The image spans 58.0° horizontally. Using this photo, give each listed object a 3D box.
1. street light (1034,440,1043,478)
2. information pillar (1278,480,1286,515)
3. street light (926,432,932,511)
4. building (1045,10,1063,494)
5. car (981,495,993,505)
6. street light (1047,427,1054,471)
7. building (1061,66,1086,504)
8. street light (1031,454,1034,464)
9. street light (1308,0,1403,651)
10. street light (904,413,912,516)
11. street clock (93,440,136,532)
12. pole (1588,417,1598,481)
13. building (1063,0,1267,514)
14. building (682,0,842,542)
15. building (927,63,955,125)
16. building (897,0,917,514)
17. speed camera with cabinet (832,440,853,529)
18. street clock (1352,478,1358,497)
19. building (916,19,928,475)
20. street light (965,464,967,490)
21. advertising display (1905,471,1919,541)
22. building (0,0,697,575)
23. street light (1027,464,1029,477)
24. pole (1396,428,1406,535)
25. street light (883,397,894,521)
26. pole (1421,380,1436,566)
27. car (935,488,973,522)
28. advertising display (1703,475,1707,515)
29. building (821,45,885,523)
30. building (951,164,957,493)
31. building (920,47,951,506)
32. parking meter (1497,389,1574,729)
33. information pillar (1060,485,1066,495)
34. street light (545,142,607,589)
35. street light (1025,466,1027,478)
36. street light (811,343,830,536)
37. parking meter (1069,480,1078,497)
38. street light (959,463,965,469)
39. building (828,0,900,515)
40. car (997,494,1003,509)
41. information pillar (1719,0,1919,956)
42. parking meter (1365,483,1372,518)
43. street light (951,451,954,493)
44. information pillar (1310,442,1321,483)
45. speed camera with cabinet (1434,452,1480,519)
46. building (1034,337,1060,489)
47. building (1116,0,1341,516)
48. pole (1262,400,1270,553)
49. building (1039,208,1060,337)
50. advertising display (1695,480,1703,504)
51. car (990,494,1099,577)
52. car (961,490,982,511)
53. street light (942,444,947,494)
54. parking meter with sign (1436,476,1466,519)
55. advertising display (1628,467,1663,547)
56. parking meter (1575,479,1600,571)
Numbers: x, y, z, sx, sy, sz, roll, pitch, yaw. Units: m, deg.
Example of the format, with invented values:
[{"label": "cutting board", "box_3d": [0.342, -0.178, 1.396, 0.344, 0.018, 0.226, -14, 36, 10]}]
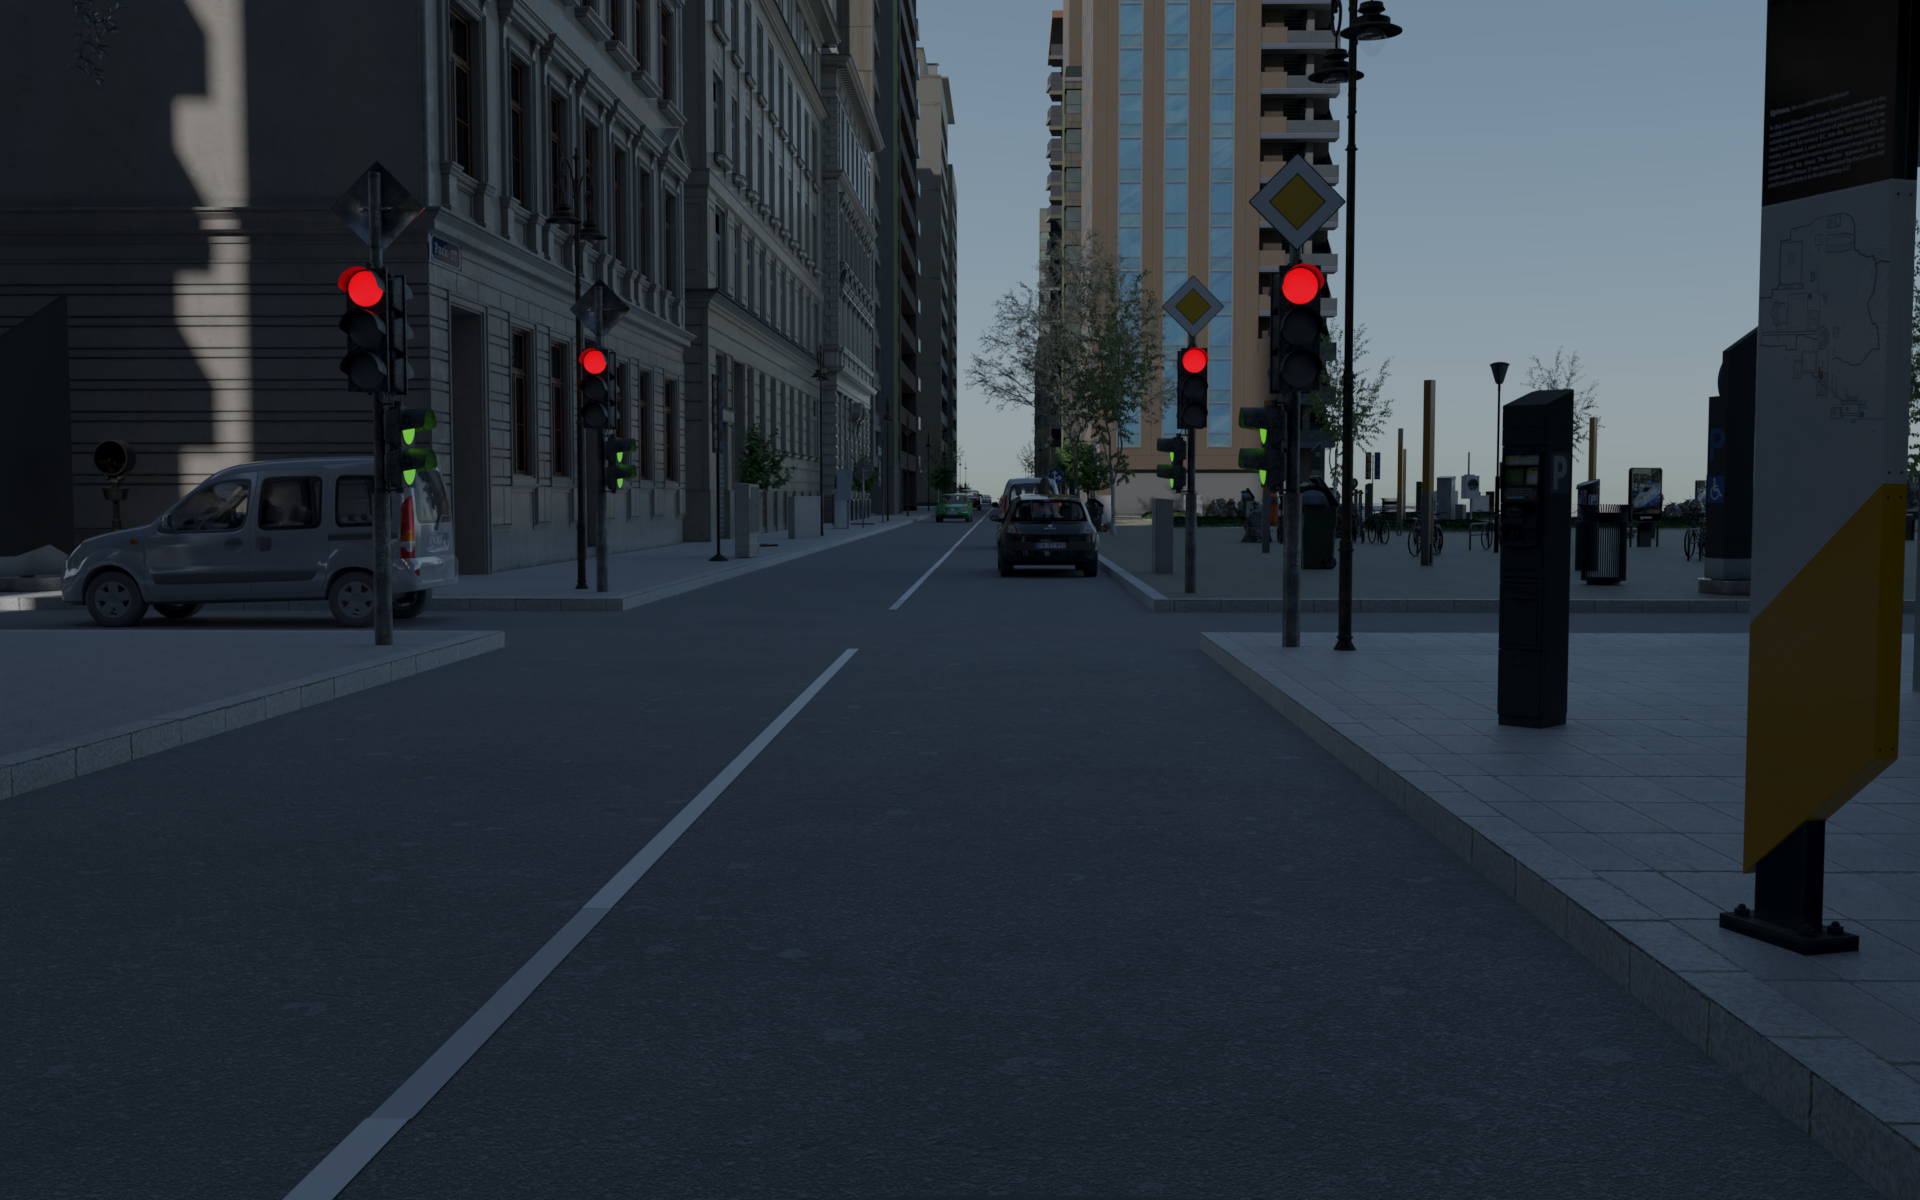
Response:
[{"label": "street light", "box_3d": [6.655, -10.465, 143.891, 0.468, 5.910, 1.993, 0, 4, 2]}, {"label": "information pillar", "box_3d": [16.608, -5.192, 89.374, 0.304, 2.012, 0.304, 2, 4, 26]}, {"label": "street light", "box_3d": [-2.341, -9.544, 128.825, 0.468, 5.910, 1.993, 0, 4, 2]}, {"label": "building", "box_3d": [18.948, -30.736, 157.163, 22.147, 44.769, 28.867, 0, 4, 2]}, {"label": "car", "box_3d": [3.355, -13.484, 232.818, 2.083, 1.381, 4.827, 0, 4, 2]}, {"label": "street light", "box_3d": [5.949, -8.630, 113.883, 0.468, 5.910, 1.993, 0, 4, 2]}, {"label": "building", "box_3d": [14.053, -21.333, 120.502, 14.160, 30.474, 14.107, 0, 4, 2]}, {"label": "street light", "box_3d": [7.564, -12.264, 173.303, 0.468, 5.910, 1.993, 0, 4, 2]}, {"label": "street light", "box_3d": [3.166, -2.525, 14.076, 0.468, 5.910, 1.993, 0, 4, 2]}, {"label": "street light", "box_3d": [-3.003, -7.744, 99.407, 0.468, 5.910, 1.993, 0, 4, 2]}, {"label": "street clock", "box_3d": [-11.347, -1.145, 23.299, 0.471, 2.002, 0.358, 0, 4, 5]}, {"label": "pole", "box_3d": [16.790, -3.190, 46.001, 0.158, 3.312, 0.155, 0, 3, 0]}, {"label": "building", "box_3d": [15.090, -29.632, 134.602, 14.600, 45.320, 14.200, 0, 4, 2]}, {"label": "building", "box_3d": [-13.509, -13.856, 59.832, 16.112, 22.955, 30.059, 0, 4, 2]}, {"label": "building", "box_3d": [-15.325, -38.415, 217.317, 28.713, 52.752, 27.495, 0, 4, 2]}, {"label": "building", "box_3d": [-14.246, -30.509, 122.518, 21.300, 48.544, 21.600, 0, 4, 2]}, {"label": "speed camera with cabinet", "box_3d": [-4.361, -4.248, 63.792, 0.660, 3.252, 2.038, -1, 4, -8]}, {"label": "street clock", "box_3d": [17.612, -4.477, 77.774, 0.358, 2.002, 0.471, -3, 5, -41]}, {"label": "building", "box_3d": [-14.908, -32.349, 148.509, 23.786, 49.044, 30.456, 0, 4, 2]}, {"label": "street light", "box_3d": [0.802, -16.438, 241.544, 0.468, 5.910, 1.993, 0, 4, 2]}, {"label": "advertising display", "box_3d": [26.224, -2.608, 47.858, 0.123, 1.923, 0.974, -1, 4, -13]}, {"label": "building", "box_3d": [-12.343, -12.115, 34.245, 11.583, 22.565, 21.152, 0, 4, 2]}, {"label": "street light", "box_3d": [8.161, -13.696, 196.715, 0.468, 5.910, 1.993, 0, 4, 2]}, {"label": "pole", "box_3d": [13.644, -3.661, 53.704, 0.158, 3.312, 0.155, 0, 3, 0]}, {"label": "street light", "box_3d": [-3.446, -6.714, 82.565, 0.468, 5.910, 1.993, 0, 4, 2]}, {"label": "pole", "box_3d": [8.381, -2.272, 30.998, 0.158, 3.312, 0.155, 0, 3, 0]}, {"label": "car", "box_3d": [-0.292, -4.895, 88.832, 1.959, 1.807, 4.718, 0, 4, 3]}, {"label": "advertising display", "box_3d": [23.651, -2.990, 54.105, 0.123, 1.923, 0.974, -1, 4, -13]}, {"label": "building", "box_3d": [-9.885, -15.645, 84.681, 11.050, 23.489, 19.941, 0, 4, 2]}, {"label": "building", "box_3d": [-11.357, -37.807, 241.850, 21.300, 48.544, 21.600, 0, 4, 2]}, {"label": "building", "box_3d": [-12.348, -34.811, 192.855, 21.300, 48.544, 21.600, 0, 4, 2]}, {"label": "parking meter", "box_3d": [3.181, -0.237, 9.582, 0.399, 1.863, 0.255, -3, 5, -45]}, {"label": "information pillar", "box_3d": [5.702, -5.602, 96.081, 0.304, 2.012, 0.304, -1, 4, -9]}, {"label": "street light", "box_3d": [-5.118, -3.087, 23.265, 0.468, 5.910, 1.993, 0, 4, 2]}, {"label": "street light", "box_3d": [8.910, -15.495, 226.131, 0.468, 5.910, 1.993, 0, 4, 2]}, {"label": "street light", "box_3d": [-4.258, -4.912, 53.092, 0.468, 5.910, 1.993, 0, 4, 2]}, {"label": "parking meter", "box_3d": [4.750, -4.086, 72.510, 0.255, 1.863, 0.399, 2, 4, 30]}, {"label": "street light", "box_3d": [0.017, -14.639, 212.129, 0.468, 5.910, 1.993, 0, 4, 2]}, {"label": "building", "box_3d": [-11.138, -25.749, 104.585, 14.154, 41.232, 14.086, 0, 4, 2]}, {"label": "car", "box_3d": [4.637, -9.693, 168.267, 2.009, 1.686, 4.222, 0, 4, 1]}, {"label": "information pillar", "box_3d": [2.410, -0.823, 4.806, 0.183, 3.616, 0.504, -1, 4, -17]}, {"label": "parking meter", "box_3d": [21.648, -5.267, 91.823, 0.255, 1.863, 0.399, -1, 4, -15]}, {"label": "street light", "box_3d": [-0.823, -12.840, 182.716, 0.468, 5.910, 1.993, 0, 4, 2]}, {"label": "information pillar", "box_3d": [16.054, -5.309, 78.159, 0.504, 3.616, 0.183, 0, 4, -8]}, {"label": "speed camera with cabinet", "box_3d": [23.329, -5.321, 81.339, 2.038, 3.252, 0.660, -1, 4, -10]}, {"label": "building", "box_3d": [22.787, -21.963, 204.142, 27.650, 21.520, 28.899, 0, 4, 2]}, {"label": "building", "box_3d": [14.620, -27.843, 105.352, 14.600, 45.320, 14.200, 0, 4, 2]}, {"label": "pole", "box_3d": [6.675, -2.684, 37.718, 0.158, 3.312, 0.155, 0, 3, 0]}, {"label": "building", "box_3d": [18.311, -34.586, 249.077, 14.154, 41.232, 14.086, 0, 4, 2]}, {"label": "advertising display", "box_3d": [34.163, -4.566, 79.869, 0.974, 1.923, 0.123, -3, 5, -41]}, {"label": "car", "box_3d": [1.549, -1.323, 31.416, 2.009, 1.686, 4.222, 0, 4, 0]}, {"label": "car", "box_3d": [0.847, -8.801, 152.563, 2.281, 1.827, 5.304, 0, 4, 2]}, {"label": "street light", "box_3d": [-1.425, -11.363, 158.568, 0.468, 5.910, 1.993, 0, 4, 2]}, {"label": "parking meter with sign", "box_3d": [20.444, -4.684, 72.852, 1.738, 3.016, 0.543, 3, 5, 42]}, {"label": "advertising display", "box_3d": [16.606, -2.250, 41.996, 0.974, 1.923, 0.123, -1, 4, -23]}, {"label": "parking meter", "box_3d": [10.495, -1.257, 28.971, 0.372, 1.533, 0.369, 0, 3, 0]}]
